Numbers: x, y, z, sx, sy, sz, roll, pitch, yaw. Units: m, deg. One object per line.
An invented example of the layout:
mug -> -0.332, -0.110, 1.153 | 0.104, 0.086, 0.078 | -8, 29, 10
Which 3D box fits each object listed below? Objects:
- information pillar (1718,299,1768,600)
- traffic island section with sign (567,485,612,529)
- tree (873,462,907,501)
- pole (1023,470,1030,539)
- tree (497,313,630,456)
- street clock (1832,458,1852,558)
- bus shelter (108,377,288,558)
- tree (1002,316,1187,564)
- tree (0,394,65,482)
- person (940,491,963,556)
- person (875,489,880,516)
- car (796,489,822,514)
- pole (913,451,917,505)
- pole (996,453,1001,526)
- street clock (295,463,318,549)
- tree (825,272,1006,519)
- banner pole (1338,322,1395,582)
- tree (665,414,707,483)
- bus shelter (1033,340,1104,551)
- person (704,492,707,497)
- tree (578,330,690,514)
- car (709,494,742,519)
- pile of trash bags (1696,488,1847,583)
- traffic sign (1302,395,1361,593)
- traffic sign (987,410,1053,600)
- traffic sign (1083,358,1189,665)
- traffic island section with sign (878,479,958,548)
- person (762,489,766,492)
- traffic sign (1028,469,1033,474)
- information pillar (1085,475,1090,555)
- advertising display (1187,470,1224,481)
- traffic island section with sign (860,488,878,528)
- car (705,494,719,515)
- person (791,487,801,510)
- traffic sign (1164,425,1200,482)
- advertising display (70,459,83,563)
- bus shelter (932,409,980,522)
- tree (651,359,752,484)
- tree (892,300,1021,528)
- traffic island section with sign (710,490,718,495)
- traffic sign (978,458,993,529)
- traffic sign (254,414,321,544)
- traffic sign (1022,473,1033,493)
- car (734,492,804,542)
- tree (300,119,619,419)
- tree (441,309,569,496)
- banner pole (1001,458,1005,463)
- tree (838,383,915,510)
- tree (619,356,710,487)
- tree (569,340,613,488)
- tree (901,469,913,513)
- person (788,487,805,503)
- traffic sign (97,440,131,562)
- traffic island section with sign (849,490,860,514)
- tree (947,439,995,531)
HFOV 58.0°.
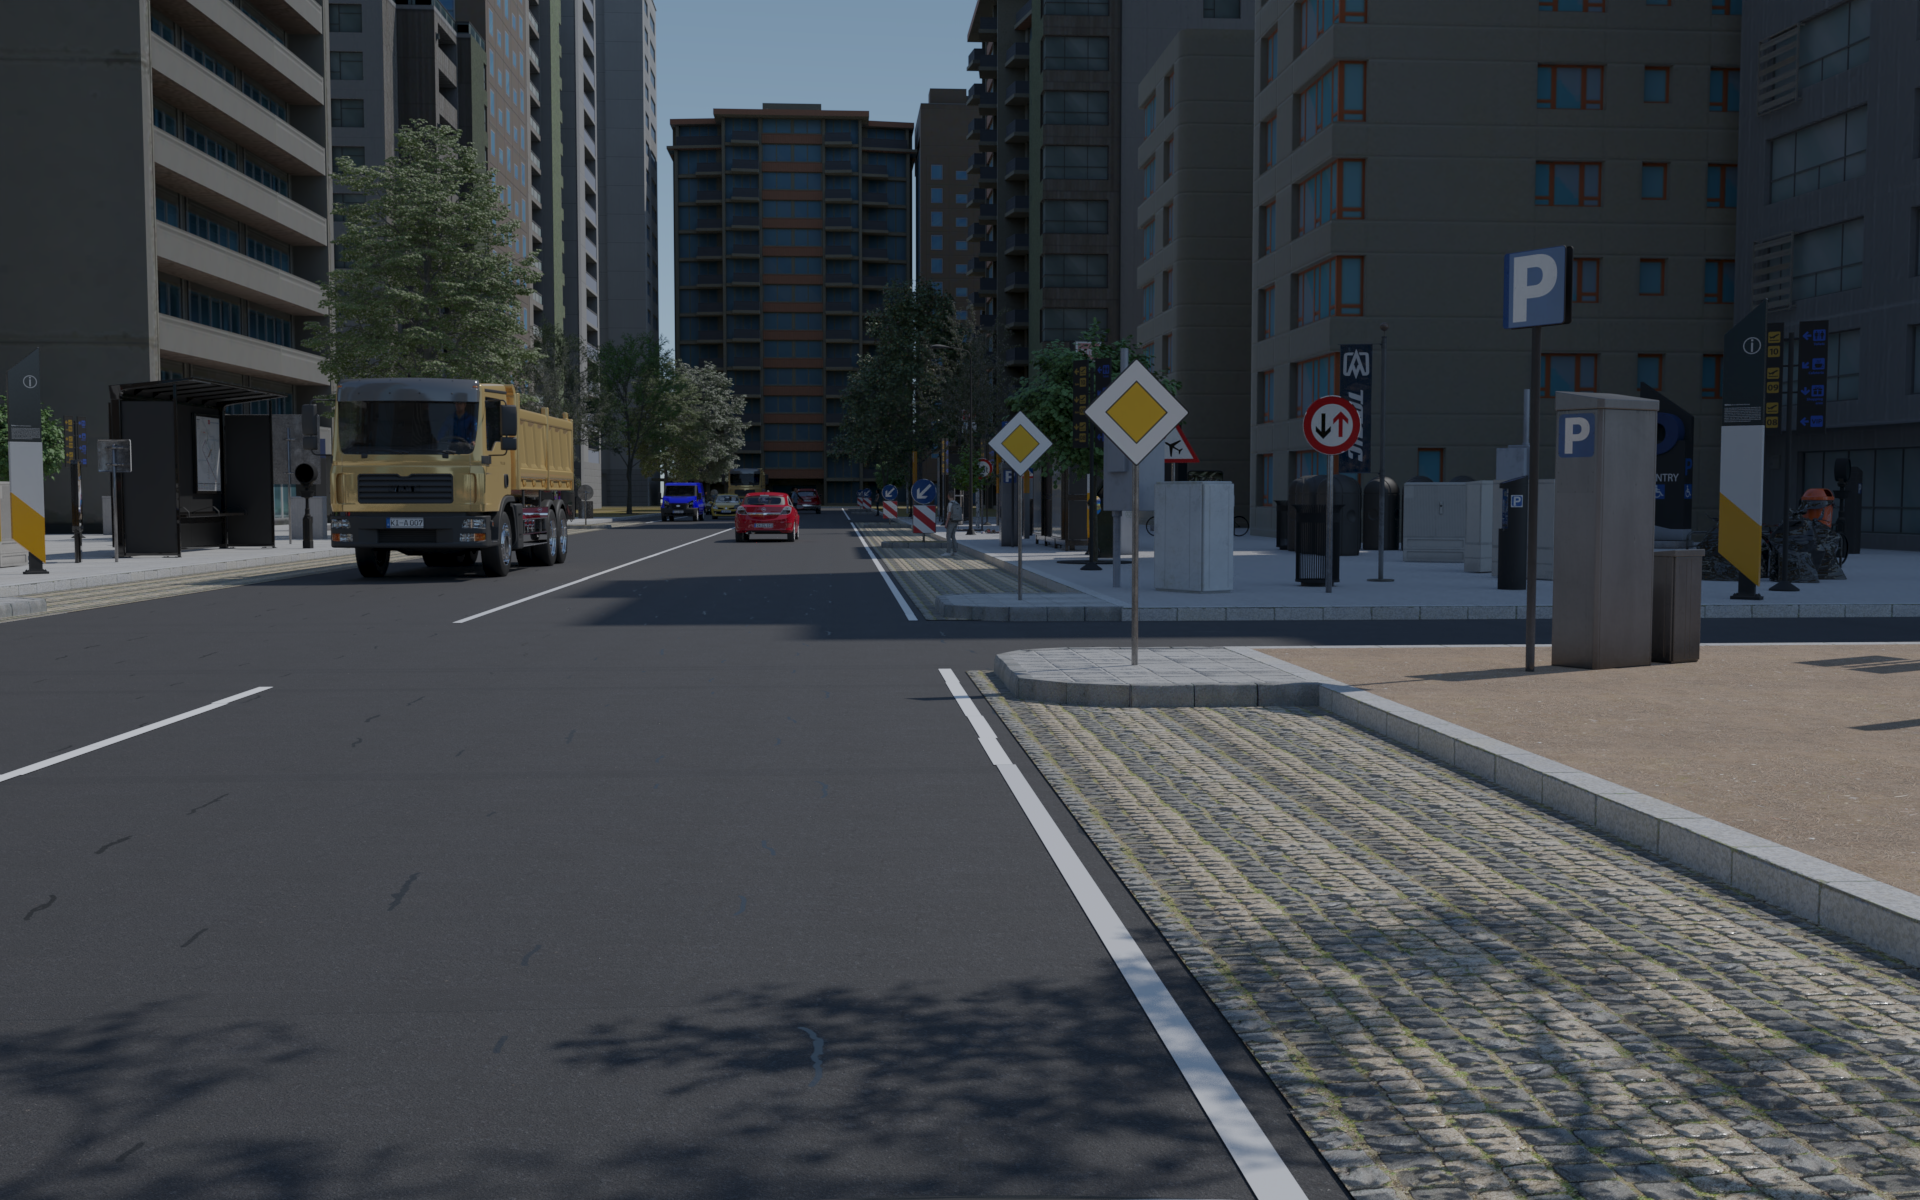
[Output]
information pillar -> 9.504, -1.814, 21.006 | 0.504, 3.616, 0.183 | 3, 4, 38
traffic island section with sign -> -15.451, -3.845, 71.486 | 1.989, 1.847, 2.006 | 0, 4, -4
tree -> -6.268, -10.526, 155.806 | 4.285, 4.588, 4.351 | 0, 3, 0
pole -> 1.910, -3.415, 49.672 | 0.158, 3.312, 0.155 | 0, 3, 0
tree -> -20.625, -9.511, 89.911 | 7.601, 10.594, 8.767 | 0, 4, 6
street clock -> 17.749, -1.853, 34.871 | 0.358, 2.002, 0.471 | 3, 4, 38
bus shelter -> -16.468, -2.847, 37.824 | 1.731, 3.624, 6.357 | 0, 4, -4
tree -> 2.490, -2.965, 32.194 | 4.285, 4.588, 4.351 | 0, 3, 0
tree -> -28.864, -4.225, 52.788 | 4.285, 4.588, 4.351 | 0, 3, 0
person -> -0.200, -1.763, 39.923 | 0.523, 1.515, 0.503 | 0, 4, -2
person -> -5.423, -6.305, 112.305 | 0.721, 1.735, 1.217 | 0, 4, -7
car -> -11.165, -7.172, 125.938 | 2.281, 1.827, 5.304 | 0, 4, -6
pole -> -2.162, -5.448, 82.919 | 0.158, 3.312, 0.155 | 0, 3, 0
pole -> 1.580, -4.679, 70.342 | 0.158, 3.312, 0.155 | 0, 3, 0
street clock -> -15.365, -2.214, 40.761 | 0.471, 2.002, 0.358 | 0, 4, 4
tree -> -2.211, -10.558, 89.631 | 9.611, 12.733, 9.660 | 0, 3, 0
banner pole -> 5.963, -2.165, 25.414 | 0.863, 3.779, 0.401 | 1, 4, 12
tree -> -24.952, -12.571, 155.893 | 4.360, 8.622, 3.978 | 0, 3, 0
bus shelter -> 2.838, -3.996, 42.971 | 2.179, 5.291, 8.768 | 0, 4, -4
person -> -21.564, -8.290, 144.846 | 0.742, 1.727, 0.445 | -3, 4, -37
tree -> -20.851, -11.230, 109.372 | 9.928, 11.665, 9.643 | 0, 3, 0
car -> -13.333, -5.453, 99.382 | 2.015, 1.641, 3.980 | 0, 4, -5
pile of trash bags -> 12.598, -1.024, 26.488 | 1.912, 1.369, 3.447 | 3, 5, 44
traffic sign -> 4.794, -1.366, 22.437 | 0.768, 2.556, 0.104 | 0, 4, -4
traffic sign -> 0.723, -1.055, 20.888 | 0.795, 2.450, 0.064 | 0, 4, -4
traffic sign -> 1.306, -0.568, 12.924 | 0.795, 2.450, 0.064 | 0, 4, -4
traffic island section with sign -> -1.109, -2.303, 46.274 | 1.989, 1.847, 2.006 | 0, 4, -4
person -> -10.883, -5.327, 96.527 | 0.756, 1.711, 0.436 | -1, 4, -12
traffic sign -> 2.239, -2.977, 48.780 | 0.768, 2.556, 0.104 | 0, 4, 2
information pillar -> 2.737, -2.761, 36.504 | 0.183, 3.616, 0.504 | 0, 4, 7
advertising display -> 6.648, -2.552, 46.940 | 0.974, 1.923, 0.123 | 1, 4, 12
traffic island section with sign -> -3.101, -3.965, 73.458 | 1.989, 1.847, 2.006 | 0, 4, -4
car -> -16.683, -6.752, 120.186 | 2.009, 1.686, 4.222 | 0, 4, -2
person -> -9.747, -5.762, 102.701 | 0.705, 1.826, 1.348 | 1, 4, 14
traffic sign -> 3.629, -1.804, 29.500 | 0.884, 2.594, 0.081 | 0, 4, 5
advertising display -> -16.555, -1.668, 32.481 | 0.123, 1.923, 0.974 | -1, 4, -23
bus shelter -> -0.090, -6.223, 79.374 | 2.179, 5.291, 8.768 | 0, 4, -4
tree -> -24.841, -15.734, 163.903 | 9.857, 13.997, 8.962 | 0, 3, 0
tree -> 0.516, -6.993, 64.694 | 4.360, 8.622, 3.978 | 0, 3, 0
traffic island section with sign -> -21.183, -8.630, 149.726 | 1.989, 1.847, 2.006 | 0, 4, -4
traffic sign -> 0.789, -3.766, 61.678 | 0.768, 2.556, 0.104 | 0, 4, 4
traffic sign -> -17.474, -3.083, 44.284 | 2.265, 3.308, 0.079 | 0, 4, 2
traffic sign -> 2.154, -3.557, 58.164 | 0.884, 2.594, 0.081 | 0, 4, 1
car -> -5.904, -2.703, 53.228 | 2.155, 1.783, 4.494 | 0, 4, -3
tree -> -16.055, -8.240, 52.858 | 7.486, 12.596, 7.792 | 0, 3, 0
tree -> -17.991, -7.088, 66.253 | 4.360, 8.622, 3.978 | 0, 3, 0
banner pole -> 1.873, -5.070, 72.905 | 0.401, 3.779, 0.863 | -1, 4, -22
tree -> -6.125, -13.234, 142.131 | 9.928, 11.665, 9.643 | 0, 3, 0
tree -> -24.612, -13.714, 142.357 | 7.486, 12.596, 7.792 | 0, 3, 0
tree -> -18.865, -8.040, 81.821 | 4.360, 8.622, 3.978 | 0, 3, 0
tree -> -3.104, -7.631, 119.366 | 1.663, 3.219, 1.824 | 0, 3, 0
person -> -9.984, -5.855, 103.863 | 1.348, 1.869, 0.705 | 0, 4, -6
traffic sign -> -15.857, -1.858, 32.501 | 0.606, 2.300, 0.079 | 0, 4, -2
traffic island section with sign -> -6.738, -7.005, 123.156 | 1.989, 1.847, 2.006 | 0, 4, -4
tree -> 0.443, -4.026, 60.430 | 1.663, 3.219, 1.824 | 0, 3, 0
